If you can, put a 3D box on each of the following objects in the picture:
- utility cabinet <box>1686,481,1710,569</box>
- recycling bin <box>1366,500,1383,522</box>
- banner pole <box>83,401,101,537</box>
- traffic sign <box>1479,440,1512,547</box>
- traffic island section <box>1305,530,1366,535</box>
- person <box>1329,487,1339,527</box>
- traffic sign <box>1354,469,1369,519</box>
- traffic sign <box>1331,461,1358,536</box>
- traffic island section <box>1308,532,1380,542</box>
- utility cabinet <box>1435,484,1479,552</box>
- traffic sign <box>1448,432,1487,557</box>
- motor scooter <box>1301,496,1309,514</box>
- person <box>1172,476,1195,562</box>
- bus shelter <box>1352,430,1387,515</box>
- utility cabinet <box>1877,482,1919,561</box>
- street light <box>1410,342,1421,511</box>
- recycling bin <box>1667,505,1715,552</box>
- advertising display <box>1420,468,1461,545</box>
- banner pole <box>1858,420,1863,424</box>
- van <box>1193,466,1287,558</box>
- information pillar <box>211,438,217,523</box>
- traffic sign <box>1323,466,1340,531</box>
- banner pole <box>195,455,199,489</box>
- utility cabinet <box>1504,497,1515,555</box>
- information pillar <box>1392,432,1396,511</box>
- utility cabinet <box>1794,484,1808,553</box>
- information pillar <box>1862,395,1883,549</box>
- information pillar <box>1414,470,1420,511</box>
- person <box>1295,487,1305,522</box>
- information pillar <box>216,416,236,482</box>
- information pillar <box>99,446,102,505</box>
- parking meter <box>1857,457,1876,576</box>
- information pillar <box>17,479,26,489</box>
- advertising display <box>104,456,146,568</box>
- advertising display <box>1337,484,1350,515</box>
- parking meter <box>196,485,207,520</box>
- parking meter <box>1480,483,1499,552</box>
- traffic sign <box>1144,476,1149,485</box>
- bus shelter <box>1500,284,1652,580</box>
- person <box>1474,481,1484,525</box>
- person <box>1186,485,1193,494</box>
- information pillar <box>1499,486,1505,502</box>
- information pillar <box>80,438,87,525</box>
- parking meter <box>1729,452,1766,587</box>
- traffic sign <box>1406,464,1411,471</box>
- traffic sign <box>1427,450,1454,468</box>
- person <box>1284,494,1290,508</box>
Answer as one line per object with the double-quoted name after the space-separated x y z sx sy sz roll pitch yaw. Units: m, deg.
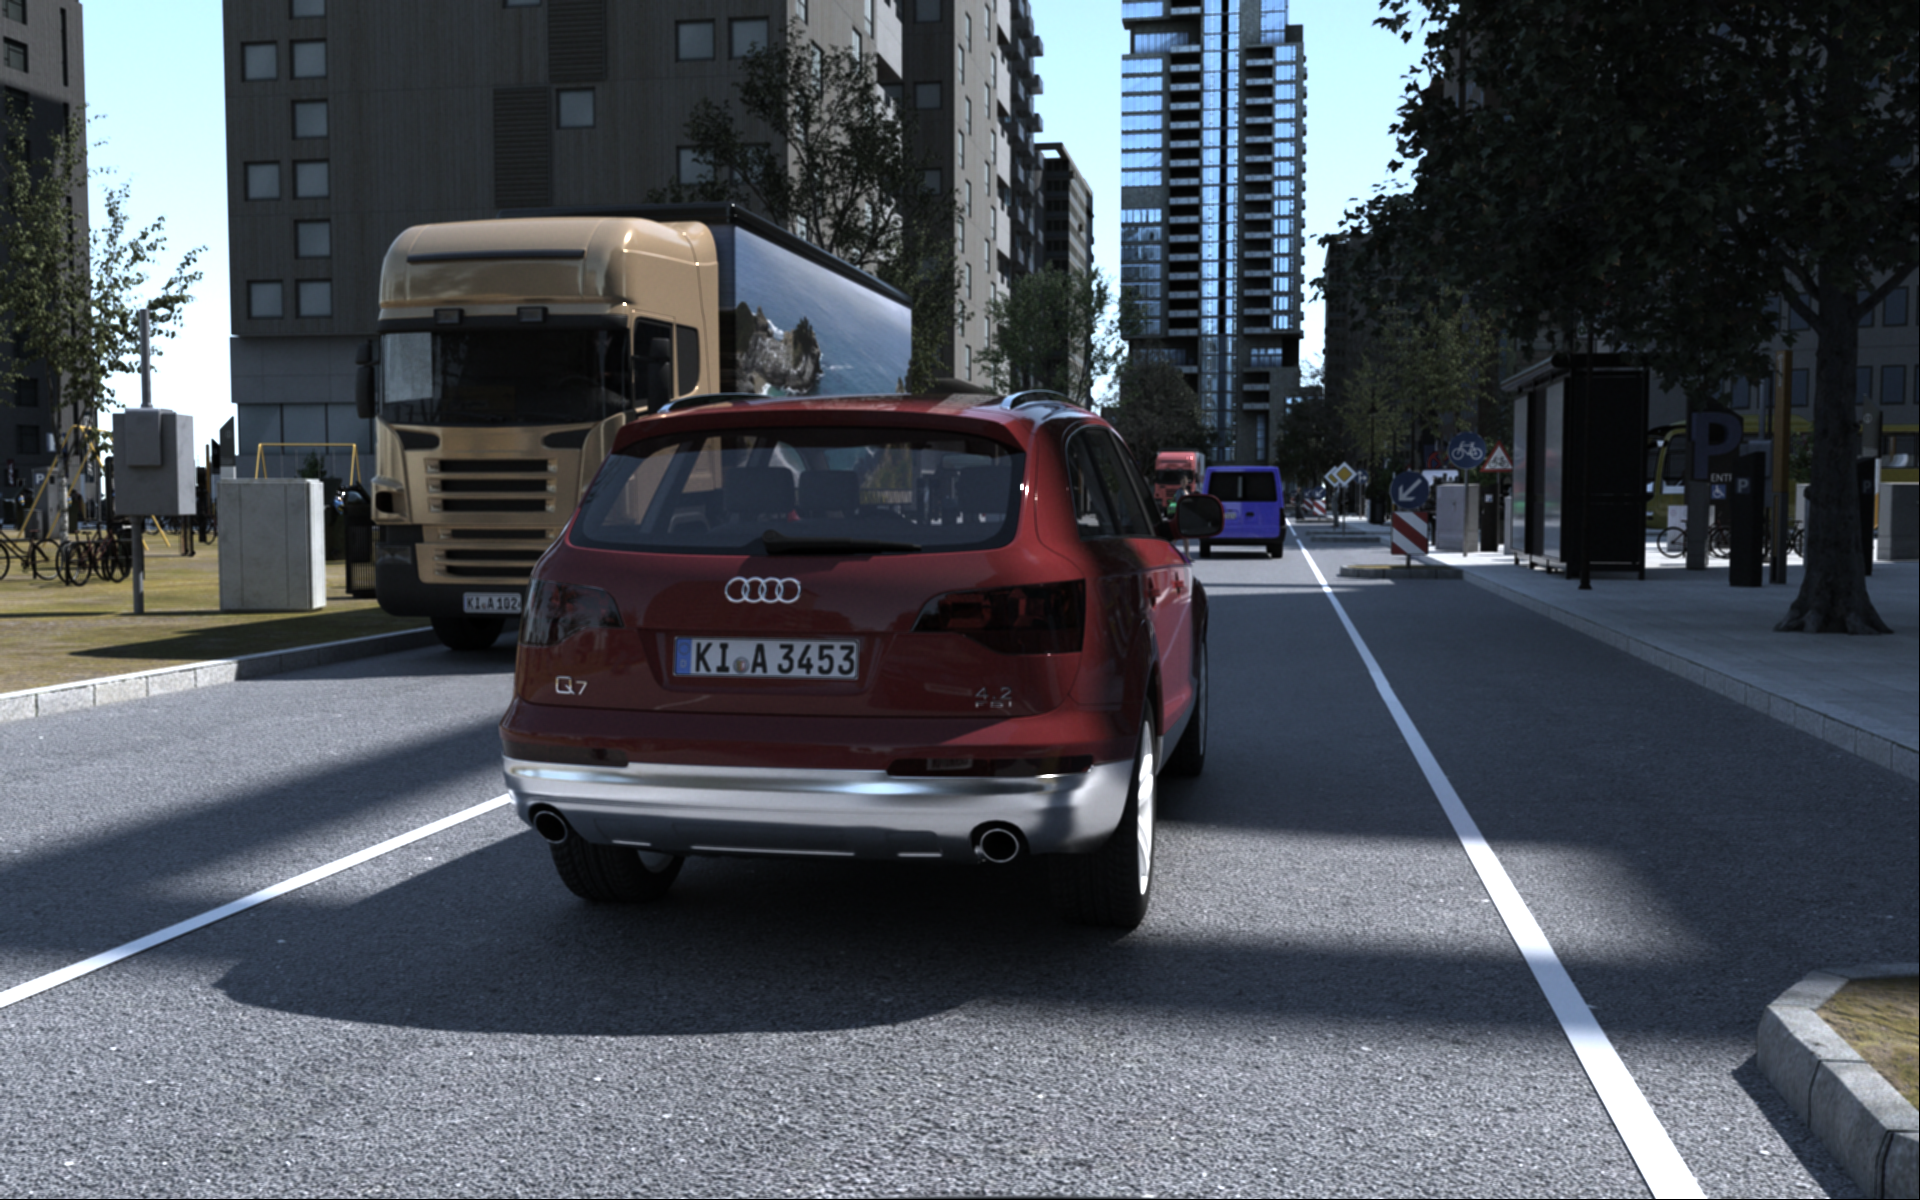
12.703 -1.290 29.772 0.318 1.500 1.173 2 4 26 "utility cabinet"
19.099 -4.105 79.678 0.722 1.027 0.722 1 4 9 "recycling bin"
-23.176 -3.443 46.309 0.401 3.779 0.863 0 4 3 "banner pole"
12.965 -2.552 41.730 0.884 2.594 0.081 1 4 16 "traffic sign"
13.143 -2.352 60.732 2.009 0.180 2.903 1 4 10 "traffic island section"
16.289 -4.089 75.532 0.466 1.800 0.511 -1 4 -13 "person"
20.399 -5.385 88.145 0.768 2.556 0.104 1 4 17 "traffic sign"
11.705 -3.007 52.799 0.795 2.450 0.064 1 4 10 "traffic sign"
11.730 -1.871 52.872 2.009 0.180 2.903 1 4 10 "traffic island section"
11.012 -1.818 38.402 0.318 1.500 1.173 -1 4 -19 "utility cabinet"
10.349 -2.159 35.399 0.768 2.556 0.104 1 4 17 "traffic sign"
25.427 -7.003 127.272 0.815 1.314 1.986 1 4 12 "motor scooter"
4.689 -1.723 36.694 0.581 1.822 0.654 -3 5 -39 "person"
25.306 -7.884 106.531 2.179 5.291 8.768 1 4 10 "bus shelter"
18.106 -1.495 33.114 1.173 1.500 0.318 -1 4 -23 "utility cabinet"
13.547 -4.832 51.796 0.468 5.910 1.993 1 4 10 "street light"
16.367 -1.605 38.795 0.722 1.027 0.722 -2 4 -29 "recycling bin"
11.962 -2.322 43.182 0.974 1.923 0.123 1 4 23 "advertising display"
30.310 -4.196 58.624 0.401 3.779 0.863 0 4 2 "banner pole"
6.567 -2.216 40.610 2.240 2.365 5.245 1 4 8 "van"
-31.028 -4.954 72.360 0.183 3.616 0.504 2 4 31 "information pillar"
13.118 -3.487 60.659 0.795 2.450 0.064 1 4 10 "traffic sign"
-48.852 -7.376 110.610 0.863 3.779 0.401 -3 5 -42 "banner pole"
11.944 -1.554 36.570 1.020 1.237 0.306 -2 4 -33 "utility cabinet"
16.445 -4.542 65.619 0.183 3.616 0.504 1 4 15 "information pillar"
18.589 -1.752 37.320 1.173 1.500 0.318 -1 4 -17 "utility cabinet"
21.384 -3.017 40.679 0.183 3.616 0.504 -1 4 -21 "information pillar"
14.127 -2.982 53.243 0.304 2.012 0.304 -2 4 -27 "information pillar"
17.443 -4.900 89.039 0.534 1.772 0.576 -1 4 -16 "person"
-21.888 -3.698 51.823 0.504 3.616 0.183 1 4 14 "information pillar"
-42.424 -5.751 85.377 0.183 3.616 0.504 -3 4 -38 "information pillar"
14.122 -1.315 27.218 0.399 1.863 0.255 -1 4 -20 "parking meter"
-45.444 -4.857 83.903 0.304 2.012 0.304 -1 4 -13 "information pillar"
-14.512 -1.524 30.128 0.123 1.923 0.974 0 4 7 "advertising display"
24.026 -6.328 108.681 0.123 1.923 0.974 -3 5 -43 "advertising display"
-35.554 -4.623 81.294 0.255 1.863 0.399 0 4 0 "parking meter"
11.831 -1.853 38.701 0.372 1.533 0.369 0 3 0 "parking meter"
12.948 -7.463 122.125 0.768 2.556 0.104 1 4 17 "traffic sign"
10.639 -3.196 29.884 2.179 5.291 8.768 1 4 10 "bus shelter"
16.400 -2.853 55.051 0.656 1.842 0.836 1 4 19 "person"
9.254 -3.716 69.604 0.721 1.781 0.623 -2 4 -25 "person"
28.297 -5.264 90.553 0.304 2.012 0.304 0 4 5 "information pillar"
-36.215 -4.904 71.528 0.183 3.616 0.504 -3 4 -38 "information pillar"
10.905 -1.119 24.015 0.255 1.863 0.399 -2 4 -33 "parking meter"
19.429 -4.585 74.973 0.884 2.594 0.081 1 4 11 "traffic sign"
14.037 -3.090 50.632 0.768 2.556 0.104 1 4 14 "traffic sign"
34.300 -10.696 183.477 1.348 1.812 0.705 0 4 5 "person"
